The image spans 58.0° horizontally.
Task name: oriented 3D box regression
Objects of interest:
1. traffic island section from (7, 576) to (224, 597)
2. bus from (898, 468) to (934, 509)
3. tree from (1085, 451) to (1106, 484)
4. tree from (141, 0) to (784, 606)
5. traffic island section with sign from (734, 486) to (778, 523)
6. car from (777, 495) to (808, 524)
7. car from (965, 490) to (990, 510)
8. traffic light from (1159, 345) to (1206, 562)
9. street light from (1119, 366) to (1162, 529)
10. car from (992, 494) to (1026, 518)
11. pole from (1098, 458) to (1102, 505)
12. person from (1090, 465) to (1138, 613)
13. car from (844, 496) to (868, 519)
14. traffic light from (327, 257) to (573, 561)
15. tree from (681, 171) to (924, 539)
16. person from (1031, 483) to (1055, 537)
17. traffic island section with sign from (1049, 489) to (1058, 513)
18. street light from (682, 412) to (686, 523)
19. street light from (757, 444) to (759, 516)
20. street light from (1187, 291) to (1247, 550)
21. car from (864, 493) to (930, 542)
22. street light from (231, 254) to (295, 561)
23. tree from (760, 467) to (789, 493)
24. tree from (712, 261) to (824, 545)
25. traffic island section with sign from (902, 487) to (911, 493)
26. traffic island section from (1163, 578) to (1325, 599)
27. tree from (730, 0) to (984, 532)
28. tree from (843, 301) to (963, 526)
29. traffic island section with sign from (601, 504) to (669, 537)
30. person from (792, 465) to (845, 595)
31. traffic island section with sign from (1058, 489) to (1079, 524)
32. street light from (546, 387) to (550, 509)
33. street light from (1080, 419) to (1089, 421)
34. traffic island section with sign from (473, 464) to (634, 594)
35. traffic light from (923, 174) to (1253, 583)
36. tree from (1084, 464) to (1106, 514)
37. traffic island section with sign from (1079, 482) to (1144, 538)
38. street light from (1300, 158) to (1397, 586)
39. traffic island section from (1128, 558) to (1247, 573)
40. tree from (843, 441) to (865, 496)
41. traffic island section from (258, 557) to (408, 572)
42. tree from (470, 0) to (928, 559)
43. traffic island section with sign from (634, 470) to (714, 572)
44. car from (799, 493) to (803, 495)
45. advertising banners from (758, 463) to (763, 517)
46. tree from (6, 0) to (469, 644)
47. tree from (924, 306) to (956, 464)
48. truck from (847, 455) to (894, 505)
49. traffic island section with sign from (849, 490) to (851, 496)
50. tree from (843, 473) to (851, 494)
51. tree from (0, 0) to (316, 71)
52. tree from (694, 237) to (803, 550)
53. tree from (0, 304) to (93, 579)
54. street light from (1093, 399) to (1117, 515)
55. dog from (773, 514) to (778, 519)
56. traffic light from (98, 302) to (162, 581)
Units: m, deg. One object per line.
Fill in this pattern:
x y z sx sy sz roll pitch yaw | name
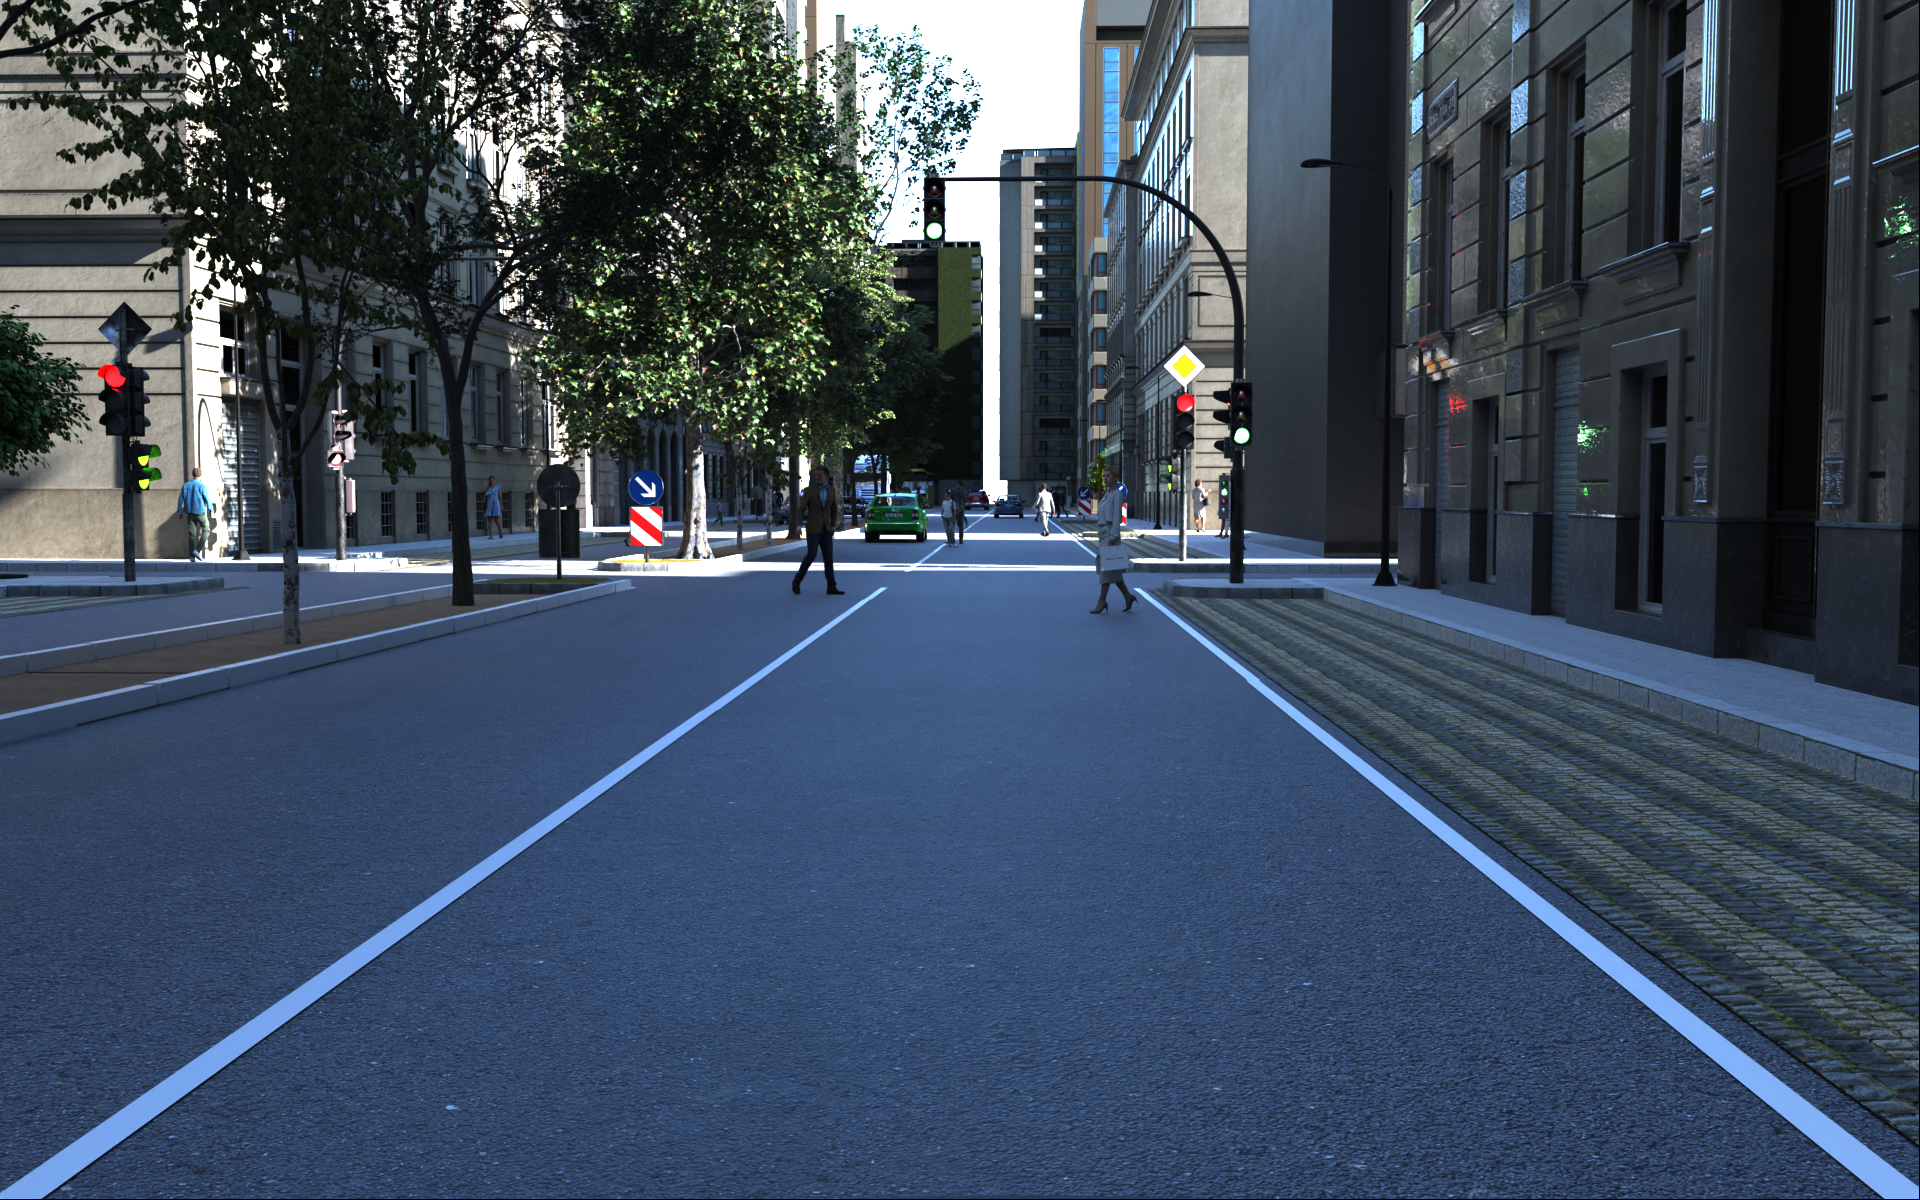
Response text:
-12.233 -0.197 25.500 2.009 0.180 2.903 0 4 2 | traffic island section
-4.126 -10.844 168.839 2.896 3.916 12.252 0 4 3 | bus
9.939 -7.989 114.333 4.285 4.588 4.351 0 3 0 | tree
-6.320 -5.218 22.185 8.767 10.594 7.601 0 4 2 | tree
-9.979 -4.671 85.002 1.989 1.847 2.006 0 4 2 | traffic island section with sign
-7.654 -4.360 83.283 2.014 1.417 4.499 0 4 3 | car
1.570 -8.999 155.814 2.281 1.827 5.304 0 4 4 | car
4.218 -2.686 32.840 0.839 4.253 0.868 0 4 2 | traffic light
6.650 -5.524 62.857 1.470 5.913 1.316 0 4 2 | street light
2.936 -5.624 103.949 2.014 1.417 4.499 0 4 3 | car
7.922 -6.371 98.002 0.158 3.312 0.155 0 3 0 | pole
1.863 -0.736 20.881 0.624 1.780 0.694 0 4 -2 | person
-6.385 -5.513 102.724 1.945 1.354 3.894 0 3 0 | car
-9.842 -3.587 33.313 4.771 5.953 1.251 0 4 2 | traffic light
-5.327 -8.202 54.685 7.486 12.596 7.792 0 3 0 | tree
2.848 -3.048 58.605 0.678 1.792 0.850 -2 4 -25 | person
7.571 -7.725 134.927 1.989 1.847 2.006 0 4 2 | traffic island section with sign
-11.786 -6.431 77.694 1.470 5.913 1.316 0 4 2 | street light
-11.240 -7.859 101.034 1.470 5.913 1.316 0 4 2 | street light
5.896 -4.113 39.796 1.470 5.913 1.316 0 4 2 | street light
-1.921 -2.700 52.935 1.959 1.807 4.718 0 4 1 | car
-13.349 -3.715 33.282 1.470 5.913 1.316 0 4 2 | street light
-11.608 -6.935 107.984 1.663 3.219 1.824 0 3 0 | tree
-5.345 -5.847 48.413 4.360 8.622 3.978 0 3 0 | tree
-3.408 -6.110 108.038 2.006 1.907 1.989 0 4 2 | traffic island section with sign
3.999 -0.165 24.972 2.009 0.180 2.903 0 4 2 | traffic island section
-5.808 -12.712 66.194 12.611 20.169 13.585 0 3 0 | tree
-3.990 -9.018 84.311 8.767 10.594 7.601 0 4 2 | tree
-10.851 -3.023 58.061 1.989 1.847 2.006 0 4 2 | traffic island section with sign
-2.054 -0.998 24.721 0.836 1.842 0.656 2 4 24 | person
5.933 -4.639 84.480 1.989 1.847 2.006 0 4 2 | traffic island section with sign
-12.681 -5.073 55.491 1.470 5.913 1.316 0 4 2 | street light
8.152 -8.279 107.899 1.470 5.913 1.316 0 4 2 | street light
-6.078 -1.064 25.536 2.006 1.907 1.989 0 4 2 | traffic island section with sign
1.866 -3.065 24.785 4.771 5.953 1.251 0 4 2 | traffic light
8.726 -7.136 111.268 1.663 3.219 1.824 0 3 0 | tree
5.065 -2.991 57.538 1.989 1.847 2.006 0 4 2 | traffic island section with sign
5.409 -3.154 24.107 1.470 5.913 1.316 0 4 2 | street light
4.258 -0.653 32.953 2.009 0.180 2.903 0 4 2 | traffic island section
-10.343 -12.539 155.378 4.737 8.622 4.395 0 3 0 | tree
-11.975 -0.685 33.481 2.009 0.180 2.903 0 4 2 | traffic island section
-5.602 -7.151 36.391 9.611 12.733 9.660 0 3 0 | tree
-5.829 -1.517 32.939 2.006 1.907 1.989 0 4 2 | traffic island section with sign
-9.519 -5.870 105.568 1.945 1.707 3.694 0 4 3 | car
-11.287 -6.217 97.834 0.090 3.025 2.074 0 4 1 | advertising banners
-6.323 -3.863 15.984 4.737 8.622 4.395 0 3 0 | tree
-4.137 -10.477 91.888 7.486 12.596 7.792 0 3 0 | tree
-5.878 -8.296 125.399 2.967 4.110 18.799 0 4 2 | truck
-8.340 -7.768 135.642 1.989 1.847 2.006 0 4 2 | traffic island section with sign
-10.543 -10.227 161.820 1.663 3.219 1.824 0 3 0 | tree
-6.143 -4.908 8.464 9.928 11.665 9.643 0 3 0 | tree
-5.596 -5.563 43.779 4.737 8.622 4.395 0 3 0 | tree
-15.125 -2.604 26.295 4.285 4.588 4.351 0 3 0 | tree
7.363 -6.882 85.065 1.470 5.913 1.316 0 4 2 | street light
-9.318 -4.212 88.156 0.540 0.507 0.406 -2 4 -32 | dog
-12.194 -2.229 25.364 0.839 4.253 0.868 0 4 2 | traffic light
